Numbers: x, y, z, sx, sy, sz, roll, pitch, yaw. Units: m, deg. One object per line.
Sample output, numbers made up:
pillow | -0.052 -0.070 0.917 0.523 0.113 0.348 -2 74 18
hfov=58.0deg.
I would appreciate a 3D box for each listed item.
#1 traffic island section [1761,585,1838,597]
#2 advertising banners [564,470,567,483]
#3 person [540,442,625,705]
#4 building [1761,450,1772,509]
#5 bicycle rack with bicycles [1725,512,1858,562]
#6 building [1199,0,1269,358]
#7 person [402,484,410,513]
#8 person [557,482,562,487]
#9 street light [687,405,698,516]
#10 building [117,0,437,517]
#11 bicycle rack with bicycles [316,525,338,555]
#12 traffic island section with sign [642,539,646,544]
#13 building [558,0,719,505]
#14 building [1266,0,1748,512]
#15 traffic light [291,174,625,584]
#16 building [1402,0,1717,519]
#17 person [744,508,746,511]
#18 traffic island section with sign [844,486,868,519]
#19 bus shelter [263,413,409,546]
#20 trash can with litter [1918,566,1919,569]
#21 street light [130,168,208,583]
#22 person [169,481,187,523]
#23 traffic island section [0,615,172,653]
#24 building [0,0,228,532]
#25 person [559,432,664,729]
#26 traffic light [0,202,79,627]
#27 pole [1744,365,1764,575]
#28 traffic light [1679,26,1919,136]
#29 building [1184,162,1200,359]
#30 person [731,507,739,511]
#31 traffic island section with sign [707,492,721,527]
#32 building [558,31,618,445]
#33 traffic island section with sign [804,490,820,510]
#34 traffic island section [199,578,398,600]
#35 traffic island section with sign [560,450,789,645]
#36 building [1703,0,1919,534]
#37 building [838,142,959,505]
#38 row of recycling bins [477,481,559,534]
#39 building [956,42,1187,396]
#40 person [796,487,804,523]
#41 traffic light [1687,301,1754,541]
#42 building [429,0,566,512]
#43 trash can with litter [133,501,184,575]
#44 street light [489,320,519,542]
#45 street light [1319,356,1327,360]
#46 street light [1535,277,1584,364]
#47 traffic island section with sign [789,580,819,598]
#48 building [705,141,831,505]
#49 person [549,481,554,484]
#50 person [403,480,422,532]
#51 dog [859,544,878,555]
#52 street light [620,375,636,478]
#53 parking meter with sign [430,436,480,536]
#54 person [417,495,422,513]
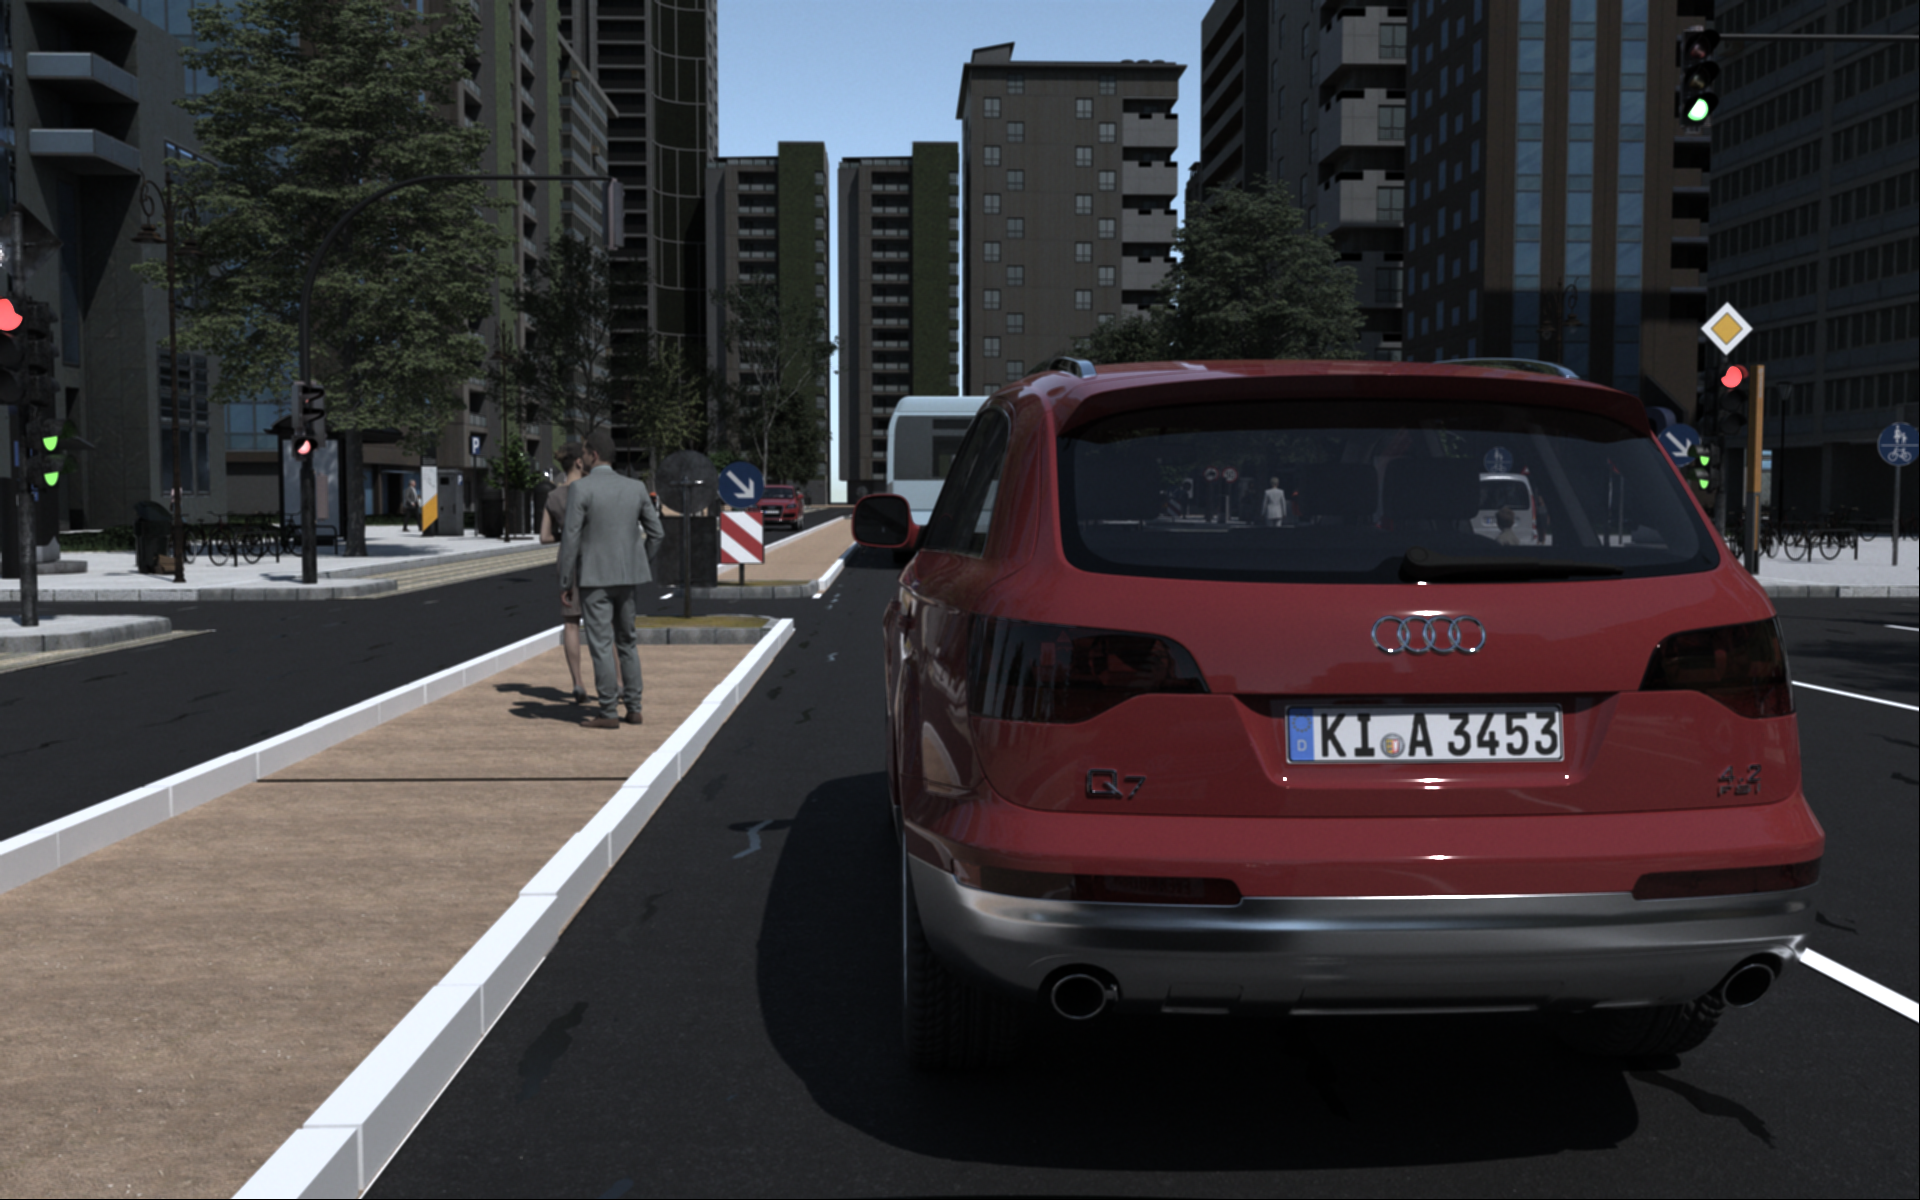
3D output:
traffic island section | 11.194 -0.198 25.526 2.009 0.180 2.903 0 4 -2
advertising banners | -17.130 -4.972 77.485 0.090 3.025 2.074 2 4 26
person | -2.515 -0.177 11.740 0.599 1.781 0.374 1 4 16
building | 60.680 -51.323 151.807 31.000 86.520 22.319 0 4 -2
bicycle rack with bicycles | 16.099 -1.266 34.078 2.925 0.926 2.852 -2 4 -35
building | 33.404 -32.302 151.847 21.300 48.544 21.600 0 4 -2
person | -26.051 -4.647 82.116 0.767 1.812 0.694 2 4 34
person | -17.556 -4.248 75.677 0.709 1.800 0.728 0 4 -2
street light | -13.568 -7.057 88.170 0.468 5.910 1.993 0 4 -2
building | -34.063 -26.434 82.302 14.600 45.320 14.200 0 4 -2
bicycle rack with bicycles | -14.351 -1.393 36.159 2.925 0.926 2.852 2 4 35
traffic island section with sign | -9.863 -2.495 49.421 1.989 1.847 2.006 0 4 -2
building | -39.893 -46.912 205.256 20.611 71.187 20.563 0 4 -2
building | 38.609 -32.914 127.382 28.713 52.752 27.495 0 4 -2
traffic light | -7.207 -3.066 24.795 4.771 5.953 1.251 0 4 -2
building | 32.989 -27.131 93.706 14.600 45.320 14.200 0 4 -2
person | -16.397 -7.646 131.071 0.705 1.821 1.348 3 5 44
traffic island section with sign | -5.666 -5.606 99.787 2.006 1.907 1.989 0 4 -2
bus shelter | -16.143 -3.140 45.255 2.014 3.302 5.546 0 4 -2
trash can with litter | 16.813 -1.068 28.518 1.678 1.210 2.233 -1 4 -8
street light | -11.344 -3.193 24.995 0.468 5.910 1.993 0 4 -2
person | -25.007 -2.989 55.498 0.643 1.750 0.593 -2 4 -29
traffic island section | -9.058 0.333 16.841 2.009 0.180 2.903 0 4 -2
building | -37.702 -45.118 50.358 22.319 86.520 31.000 0 4 -2
person | -2.141 -0.121 10.576 0.391 1.810 0.635 3 5 40
traffic light | -9.018 -1.699 16.708 0.839 4.253 0.868 0 4 -2
pole | 12.606 -2.058 27.489 0.158 3.312 0.155 0 3 0
traffic light | 9.343 -2.602 17.216 4.771 5.953 1.251 0 4 -2
building | 34.683 -31.990 206.638 14.086 41.232 14.154 0 4 -2
person | -8.232 -3.391 64.192 0.600 1.795 0.529 1 4 12
traffic island section with sign | -10.798 -4.143 76.360 1.989 1.847 2.006 0 4 -2
building | -41.865 -27.652 143.991 23.993 40.220 32.217 0 4 -2
traffic island section with sign | -13.501 -8.907 154.250 1.989 1.847 2.006 0 4 -2
traffic island section | -9.335 -0.155 24.821 2.009 0.180 2.903 0 4 -2
traffic island section with sign | -2.806 -0.560 17.291 2.006 1.907 1.989 0 4 -2
building | 40.011 -22.206 54.944 23.993 40.220 32.217 0 4 -2
building | -7.275 -31.822 203.877 14.086 41.232 14.154 0 4 -2
row of recycling bins | -13.665 -2.957 55.461 3.534 1.692 1.069 0 4 -5
building | 13.695 -38.067 211.632 27.495 52.752 28.713 0 4 -2
person | -7.862 -4.595 83.894 0.678 1.792 0.850 1 4 9
traffic light | 11.154 -2.232 25.410 0.839 4.253 0.868 0 4 -2
building | -35.795 -26.670 119.648 14.154 41.232 14.086 0 4 -2
trash can with litter | -12.818 -1.006 27.840 1.055 1.170 0.624 3 4 39
street light | -12.097 -4.483 46.079 0.468 5.910 1.993 0 4 -2
street light | 12.027 -5.215 58.053 0.468 5.910 1.993 0 4 -2
street light | 12.761 -3.928 37.008 0.468 5.910 1.993 0 4 -2
traffic island section with sign | -3.053 -1.013 24.694 2.006 1.907 1.989 0 4 -2
building | -22.451 -31.813 203.744 14.086 41.232 14.154 0 4 -2
person | -14.443 -3.318 60.967 0.731 1.740 0.598 0 4 4
person | -18.682 -3.233 59.301 0.834 1.777 0.661 0 4 2
dog | -2.147 -1.325 40.952 0.540 0.507 0.406 -3 5 -42
street light | -12.838 -5.770 67.124 0.468 5.910 1.993 0 4 -2
parking meter with sign | -15.477 -3.444 52.567 1.738 3.016 0.543 1 4 11
person | -26.059 -4.447 83.429 0.332 1.250 0.352 -2 4 -33
